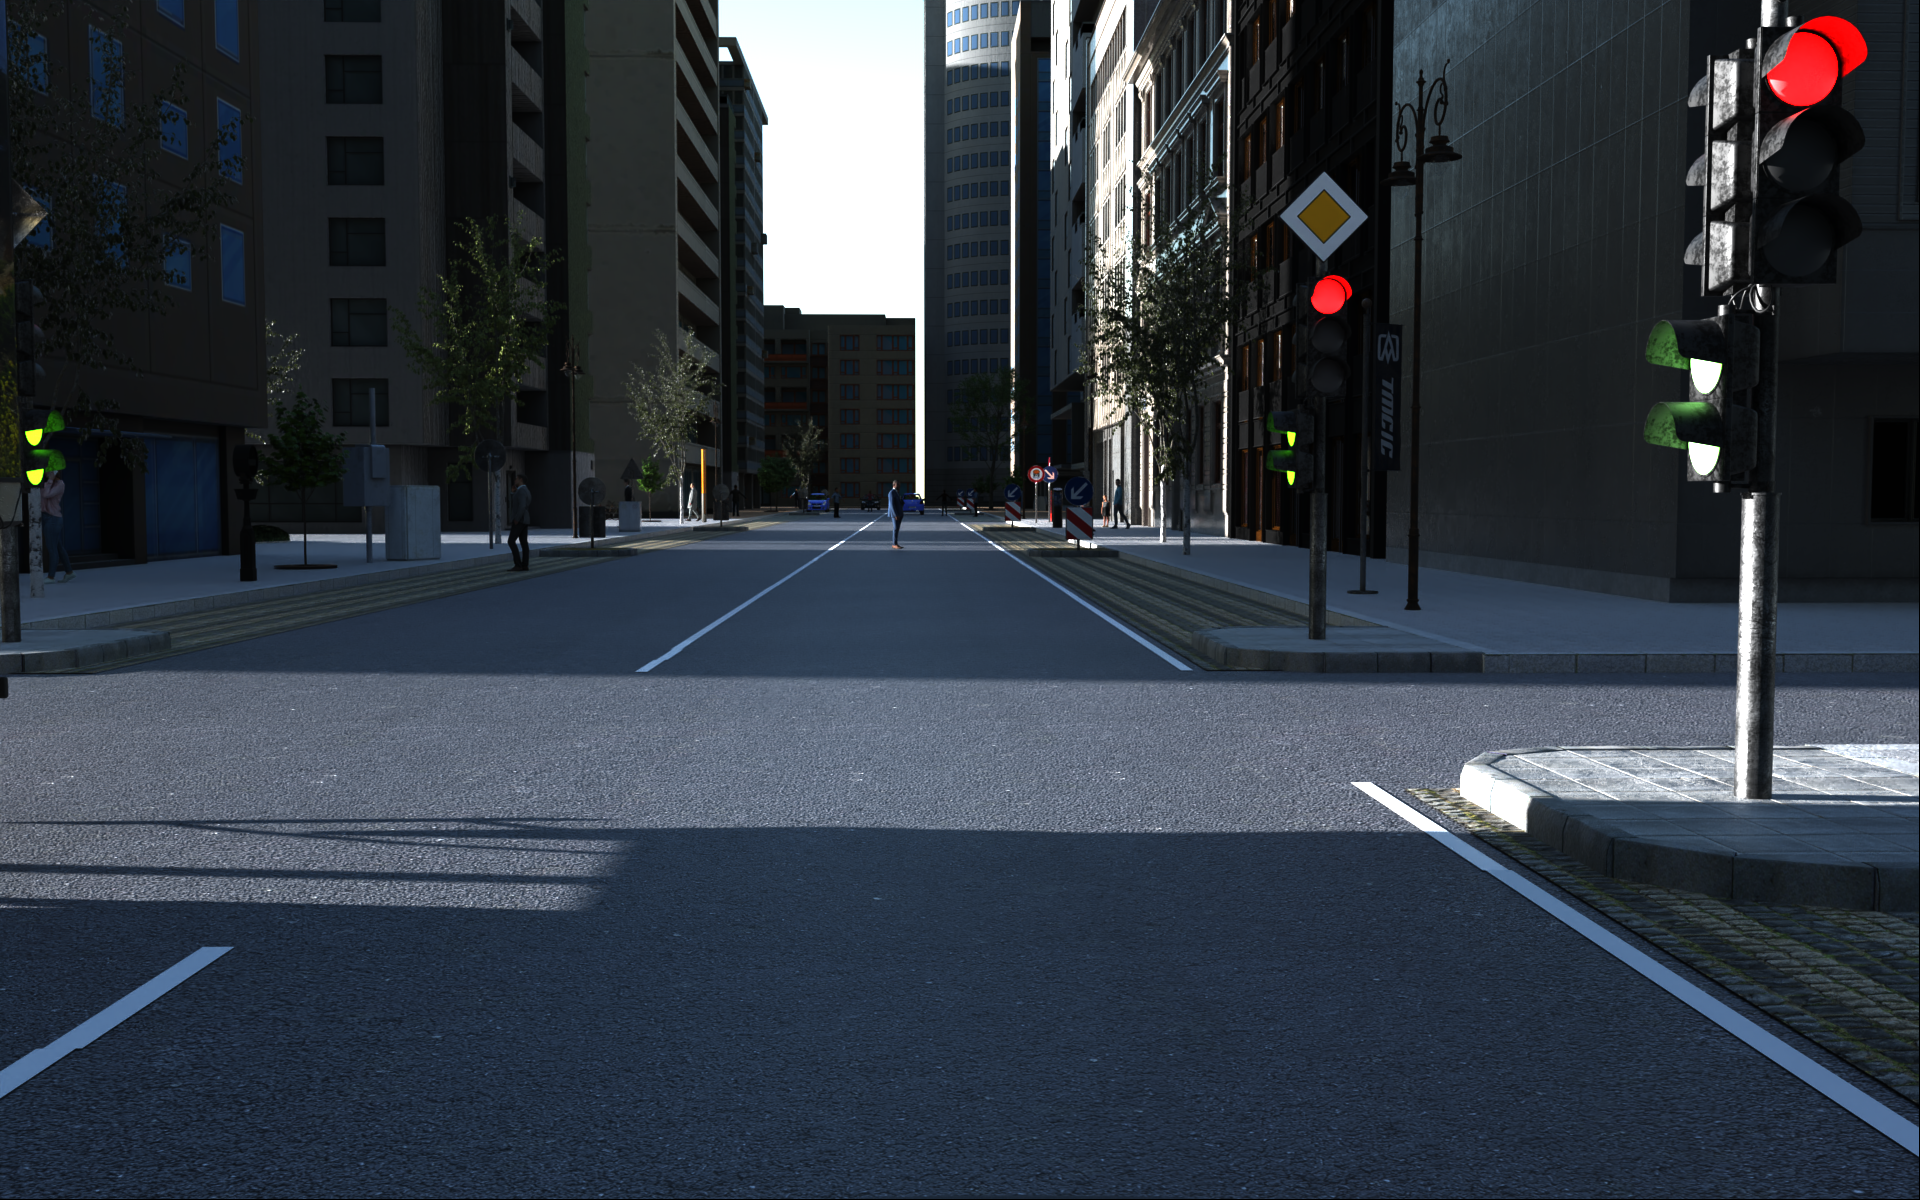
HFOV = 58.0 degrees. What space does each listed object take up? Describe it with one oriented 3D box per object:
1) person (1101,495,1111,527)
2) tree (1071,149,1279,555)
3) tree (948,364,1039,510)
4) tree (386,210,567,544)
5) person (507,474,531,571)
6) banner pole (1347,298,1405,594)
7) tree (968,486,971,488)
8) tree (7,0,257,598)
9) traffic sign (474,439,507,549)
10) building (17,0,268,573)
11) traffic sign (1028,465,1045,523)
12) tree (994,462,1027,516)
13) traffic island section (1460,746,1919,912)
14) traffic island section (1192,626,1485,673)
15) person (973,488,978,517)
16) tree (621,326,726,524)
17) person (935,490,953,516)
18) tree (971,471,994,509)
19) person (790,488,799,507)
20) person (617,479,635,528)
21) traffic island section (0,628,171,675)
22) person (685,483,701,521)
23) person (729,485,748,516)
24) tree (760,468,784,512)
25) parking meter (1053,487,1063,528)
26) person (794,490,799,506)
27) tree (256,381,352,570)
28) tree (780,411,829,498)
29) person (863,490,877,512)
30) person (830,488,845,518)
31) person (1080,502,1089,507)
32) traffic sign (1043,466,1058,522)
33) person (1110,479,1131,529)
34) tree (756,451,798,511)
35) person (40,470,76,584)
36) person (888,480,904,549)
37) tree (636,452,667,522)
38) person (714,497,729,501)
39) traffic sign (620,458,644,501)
[{"bbox_3d":[5.658,-3.450,67.115,0.362,1.253,0.373,2,4,30],"label":"person"},{"bbox_3d":[4.558,-5.263,36.417,4.360,8.622,3.978,0,3,0],"label":"tree"},{"bbox_3d":[2.620,-12.951,137.506,9.928,11.665,9.643,0,3,0],"label":"tree"},{"bbox_3d":[-12.137,-5.756,44.475,4.737,8.622,4.395,0,3,0],"label":"tree"},{"bbox_3d":[-8.172,-1.431,32.071,0.473,1.802,0.592,1,4,12],"label":"person"},{"bbox_3d":[5.402,-1.979,22.379,0.863,3.779,0.401,-2,4,-30],"label":"banner pole"},{"bbox_3d":[1.794,-9.689,153.021,1.663,3.219,1.824,0,3,0],"label":"tree"},{"bbox_3d":[-11.213,-4.332,21.196,4.360,8.622,3.978,0,3,0],"label":"tree"},{"bbox_3d":[-10.953,-2.464,40.396,0.768,2.556,0.104,0,4,4],"label":"traffic sign"},{"bbox_3d":[-21.658,-23.169,28.919,14.600,45.320,14.200,0,4,-1],"label":"building"},{"bbox_3d":[3.397,-4.705,77.028,0.768,2.556,0.104,0,4,5],"label":"traffic sign"},{"bbox_3d":[3.274,-6.561,101.875,1.663,3.219,1.824,0,3,0],"label":"tree"},{"bbox_3d":[3.384,0.913,7.347,2.009,0.180,2.903,0,4,-1],"label":"traffic island section"},{"bbox_3d":[3.183,0.425,15.330,2.009,0.180,2.903,0,4,-1],"label":"traffic island section"},{"bbox_3d":[0.960,-6.126,108.642,0.705,1.826,1.348,0,4,2],"label":"person"},{"bbox_3d":[-12.341,-7.630,75.105,4.360,8.622,3.978,0,3,0],"label":"tree"},{"bbox_3d":[-1.035,-6.386,113.732,1.217,1.723,0.721,-1,4,-10],"label":"person"},{"bbox_3d":[2.387,-9.331,147.158,1.663,3.219,1.824,0,3,0],"label":"tree"},{"bbox_3d":[-15.596,-9.761,165.616,1.348,1.826,0.705,1,4,18],"label":"person"},{"bbox_3d":[-12.337,-3.570,64.189,0.755,1.850,0.659,0,4,-8],"label":"person"},{"bbox_3d":[-8.255,0.442,15.046,2.009,0.180,2.903,0,4,-1],"label":"traffic island section"},{"bbox_3d":[-12.652,-4.638,81.969,0.767,1.812,0.694,0,4,2],"label":"person"},{"bbox_3d":[-12.921,-5.734,99.811,1.348,1.821,0.705,0,4,3],"label":"person"},{"bbox_3d":[-13.798,-8.000,125.404,1.663,3.219,1.824,0,3,0],"label":"tree"},{"bbox_3d":[3.717,-3.519,65.946,0.372,1.533,0.369,0,3,0],"label":"parking meter"},{"bbox_3d":[-14.709,-9.138,156.918,0.593,1.643,0.415,-1,4,-19],"label":"person"},{"bbox_3d":[-11.391,-2.148,29.719,1.663,3.219,1.824,0,3,0],"label":"tree"},{"bbox_3d":[-13.788,-12.292,151.333,4.360,8.622,3.978,0,3,0],"label":"tree"},{"bbox_3d":[-7.321,-8.023,140.388,1.217,1.743,0.721,-1,4,-20],"label":"person"},{"bbox_3d":[-7.460,-5.904,105.010,0.705,1.826,1.348,2,4,35],"label":"person"},{"bbox_3d":[4.898,-3.791,68.421,0.834,1.777,0.661,3,5,39],"label":"person"},{"bbox_3d":[4.061,-4.799,78.565,0.768,2.556,0.104,0,4,2],"label":"traffic sign"},{"bbox_3d":[5.904,-3.545,63.859,0.748,1.841,0.638,1,4,19],"label":"person"},{"bbox_3d":[-13.942,-9.038,131.482,4.285,4.588,4.351,0,3,0],"label":"tree"},{"bbox_3d":[-12.995,-1.116,24.883,0.593,1.750,0.643,3,5,40],"label":"person"},{"bbox_3d":[-1.688,-2.260,45.633,0.419,1.800,0.721,0,4,7],"label":"person"},{"bbox_3d":[-14.266,-5.249,80.416,1.663,3.219,1.824,0,3,0],"label":"tree"},{"bbox_3d":[-13.906,-5.764,101.115,1.217,1.723,0.721,3,5,41],"label":"person"},{"bbox_3d":[-11.703,-3.782,61.838,0.884,2.594,0.081,0,4,8],"label":"traffic sign"}]
